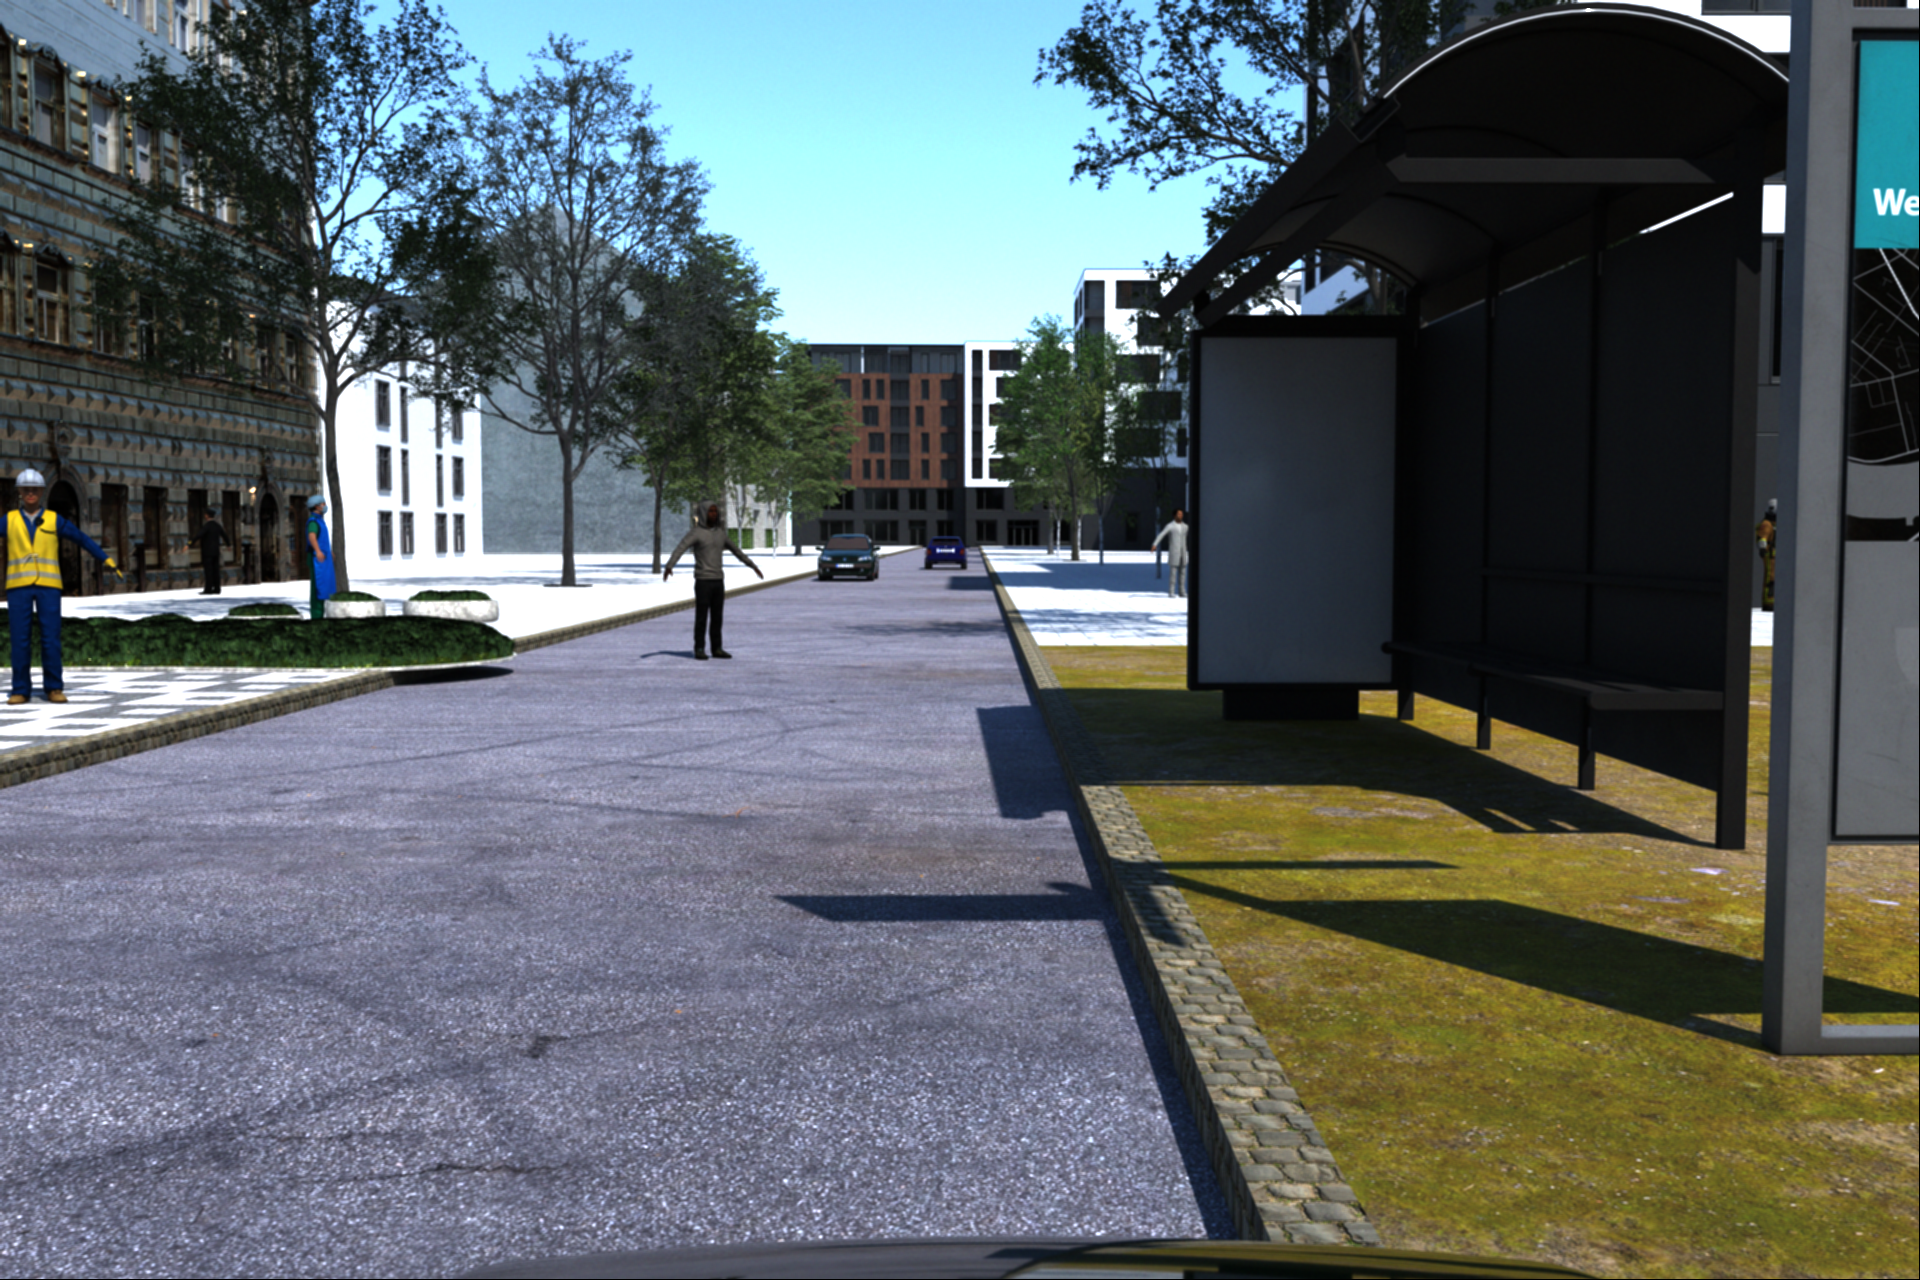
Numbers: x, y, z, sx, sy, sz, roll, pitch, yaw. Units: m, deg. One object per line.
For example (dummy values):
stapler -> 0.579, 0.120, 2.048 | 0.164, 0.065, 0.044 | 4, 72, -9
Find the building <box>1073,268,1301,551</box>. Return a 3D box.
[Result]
building -> 23.587, -18.701, 149.733 | 27.936, 21.610, 32.646 | 0, 4, 0

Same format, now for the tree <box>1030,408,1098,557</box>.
tree -> 5.408, -9.054, 98.394 | 4.360, 8.622, 3.978 | 0, 3, 0

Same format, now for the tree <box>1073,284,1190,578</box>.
tree -> 5.985, -6.104, 50.160 | 4.360, 8.622, 3.978 | 0, 3, 0

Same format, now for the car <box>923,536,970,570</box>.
car -> -0.563, -3.589, 71.263 | 1.945, 1.354, 3.894 | 0, 4, 0

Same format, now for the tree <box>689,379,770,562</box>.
tree -> -9.790, -7.829, 78.371 | 4.360, 8.622, 3.978 | 0, 3, 0

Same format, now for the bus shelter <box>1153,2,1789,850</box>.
bus shelter -> 2.392, -0.946, 9.388 | 2.014, 3.302, 5.546 | 0, 4, -1

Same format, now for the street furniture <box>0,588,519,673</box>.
street furniture -> -9.622, -0.146, 18.013 | 10.072, 0.657, 5.734 | 0, 4, -5

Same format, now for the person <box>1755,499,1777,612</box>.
person -> 13.474, -1.399, 28.643 | 1.354, 1.858, 0.705 | -3, 5, -43

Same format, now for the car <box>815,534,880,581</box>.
car -> -3.462, -2.707, 54.045 | 2.009, 1.686, 4.222 | 0, 3, 0

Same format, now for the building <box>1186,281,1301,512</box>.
building -> 22.304, -16.758, 130.407 | 16.016, 20.090, 11.380 | 0, 4, 0

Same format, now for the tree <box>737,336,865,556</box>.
tree -> -9.386, -11.136, 100.208 | 7.486, 12.596, 7.792 | 0, 3, 0

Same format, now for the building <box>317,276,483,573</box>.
building -> -24.102, -7.852, 70.533 | 9.099, 9.664, 28.070 | 0, 4, 0

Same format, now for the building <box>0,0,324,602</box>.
building -> -27.099, -12.727, 39.019 | 19.493, 23.208, 18.063 | 0, 4, -1

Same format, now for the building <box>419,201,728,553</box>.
building -> -27.145, -17.897, 123.550 | 19.493, 23.208, 18.063 | 0, 4, 0

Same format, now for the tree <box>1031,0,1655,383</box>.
tree -> 5.391, -5.316, 21.331 | 8.767, 10.594, 7.601 | -3, 4, -39

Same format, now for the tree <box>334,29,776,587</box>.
tree -> -9.489, -8.049, 41.970 | 12.009, 13.543, 11.850 | 0, 3, 0

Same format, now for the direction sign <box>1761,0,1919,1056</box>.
direction sign -> 2.076, -0.909, 3.628 | 2.525, 3.948, 1.411 | 0, 4, -1

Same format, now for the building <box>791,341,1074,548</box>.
building -> -2.314, -21.371, 195.843 | 32.646, 21.610, 27.936 | 0, 4, -3

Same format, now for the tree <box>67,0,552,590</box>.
tree -> -10.192, -5.683, 27.327 | 7.601, 10.594, 8.767 | -2, 4, -27

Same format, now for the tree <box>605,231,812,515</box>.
tree -> -9.445, -8.988, 65.085 | 7.486, 12.596, 7.792 | 0, 3, 0

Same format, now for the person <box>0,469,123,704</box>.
person -> -7.000, -0.405, 13.090 | 1.216, 1.772, 0.721 | -2, 4, -26

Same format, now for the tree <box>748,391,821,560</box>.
tree -> -9.314, -8.311, 86.246 | 4.360, 8.622, 3.978 | 0, 3, 0

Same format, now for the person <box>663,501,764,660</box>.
person -> -2.860, -0.690, 19.865 | 1.348, 1.813, 0.705 | -3, 5, -42

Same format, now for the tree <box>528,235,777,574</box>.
tree -> -9.791, -7.376, 55.008 | 8.767, 10.594, 7.601 | 0, 4, 3

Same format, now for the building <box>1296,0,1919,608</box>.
building -> 22.471, -12.325, 45.493 | 27.936, 21.610, 32.646 | 0, 3, 0

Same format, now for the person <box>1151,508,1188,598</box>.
person -> 4.412, -1.760, 34.968 | 1.347, 1.806, 0.705 | -2, 4, -23

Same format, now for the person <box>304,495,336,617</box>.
person -> -8.762, -1.078, 23.744 | 0.704, 1.817, 1.347 | -1, 4, -14

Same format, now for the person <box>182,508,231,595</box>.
person -> -15.923, -1.886, 36.764 | 0.705, 1.837, 1.347 | 1, 4, 19

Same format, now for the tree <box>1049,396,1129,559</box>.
tree -> 5.942, -8.496, 89.267 | 4.360, 8.622, 3.978 | 0, 3, 0

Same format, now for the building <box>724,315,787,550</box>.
building -> -25.651, -17.549, 153.385 | 16.747, 18.905, 31.486 | 0, 4, 1

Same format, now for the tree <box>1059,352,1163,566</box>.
tree -> 5.916, -7.325, 70.131 | 4.737, 8.622, 4.395 | 0, 3, 0

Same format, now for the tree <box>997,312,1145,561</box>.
tree -> 5.315, -9.546, 81.838 | 9.928, 11.665, 9.643 | 0, 3, 0

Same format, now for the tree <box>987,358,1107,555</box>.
tree -> 5.180, -11.532, 106.679 | 7.486, 12.596, 7.792 | 0, 3, 0
